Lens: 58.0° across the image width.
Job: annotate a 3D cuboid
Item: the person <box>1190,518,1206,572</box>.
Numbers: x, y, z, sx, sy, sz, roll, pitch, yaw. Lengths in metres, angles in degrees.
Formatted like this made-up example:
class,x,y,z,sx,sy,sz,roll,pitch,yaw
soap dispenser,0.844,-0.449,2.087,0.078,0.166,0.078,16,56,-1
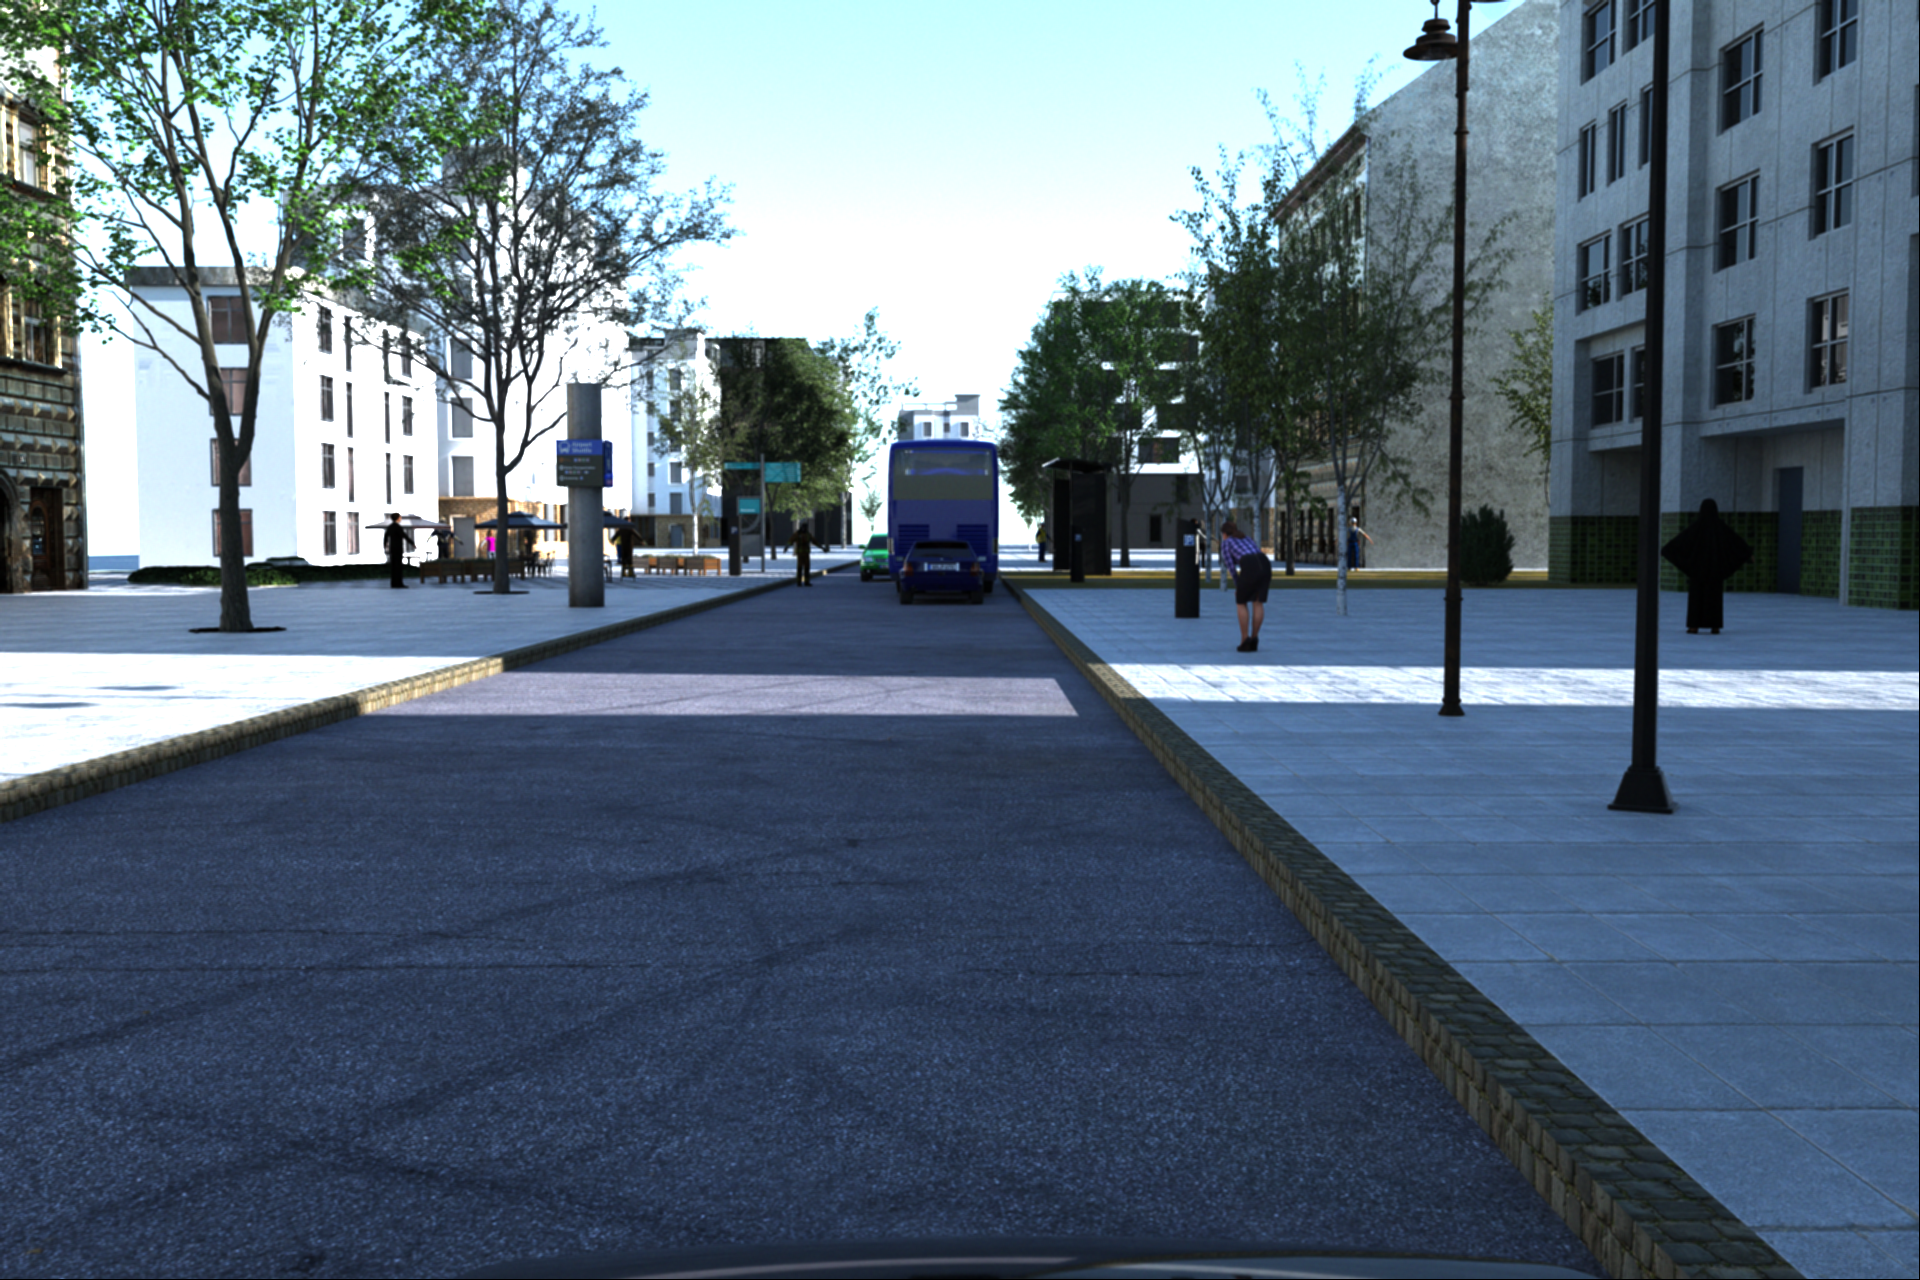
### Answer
class,x,y,z,sx,sy,sz,roll,pitch,yaw
person,7.846,-3.172,58.046,0.705,1.806,1.347,-3,5,-41

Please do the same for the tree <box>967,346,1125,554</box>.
class,x,y,z,sx,sy,sz,roll,pitch,yaw
tree,5.646,-12.178,109.480,12.009,13.543,11.850,0,3,0

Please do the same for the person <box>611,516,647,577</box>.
class,x,y,z,sx,sy,sz,roll,pitch,yaw
person,-9.959,-2.800,51.917,1.346,1.812,0.704,2,4,29

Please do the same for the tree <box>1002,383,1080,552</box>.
class,x,y,z,sx,sy,sz,roll,pitch,yaw
tree,6.503,-12.709,125.915,7.486,12.596,7.792,0,3,0

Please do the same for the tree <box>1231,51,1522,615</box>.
class,x,y,z,sx,sy,sz,roll,pitch,yaw
tree,5.942,-4.711,27.395,4.360,8.622,3.978,0,3,0

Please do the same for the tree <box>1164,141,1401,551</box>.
class,x,y,z,sx,sy,sz,roll,pitch,yaw
tree,5.860,-5.044,32.828,4.737,8.622,4.395,0,3,0

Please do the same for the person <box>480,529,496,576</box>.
class,x,y,z,sx,sy,sz,roll,pitch,yaw
person,-14.308,-2.674,52.990,0.599,1.433,0.991,2,4,34

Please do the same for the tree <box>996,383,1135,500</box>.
class,x,y,z,sx,sy,sz,roll,pitch,yaw
tree,5.653,-10.091,99.404,8.767,10.594,7.601,0,4,-4

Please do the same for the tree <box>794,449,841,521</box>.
class,x,y,z,sx,sy,sz,roll,pitch,yaw
tree,-9.731,-9.793,110.479,4.737,8.622,4.395,0,3,0

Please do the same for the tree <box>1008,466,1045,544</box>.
class,x,y,z,sx,sy,sz,roll,pitch,yaw
tree,10.473,-18.808,233.272,9.928,11.665,9.643,0,3,0

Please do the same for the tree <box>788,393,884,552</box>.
class,x,y,z,sx,sy,sz,roll,pitch,yaw
tree,-9.389,-12.083,123.307,9.928,11.665,9.643,0,3,0

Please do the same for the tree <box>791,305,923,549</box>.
class,x,y,z,sx,sy,sz,roll,pitch,yaw
tree,-9.344,-17.665,144.717,12.611,20.169,13.585,0,3,0

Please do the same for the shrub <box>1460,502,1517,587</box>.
class,x,y,z,sx,sy,sz,roll,pitch,yaw
shrub,12.839,-2.356,42.558,1.661,2.075,1.752,0,3,0

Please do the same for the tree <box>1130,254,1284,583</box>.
class,x,y,z,sx,sy,sz,roll,pitch,yaw
tree,6.626,-5.832,45.716,4.360,8.622,3.978,0,3,0

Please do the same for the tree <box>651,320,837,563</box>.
class,x,y,z,sx,sy,sz,roll,pitch,yaw
tree,-9.543,-8.675,76.250,8.767,10.594,7.601,0,4,-1

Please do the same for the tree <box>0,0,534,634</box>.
class,x,y,z,sx,sy,sz,roll,pitch,yaw
tree,-9.514,-5.922,22.579,9.928,11.665,9.643,0,3,0

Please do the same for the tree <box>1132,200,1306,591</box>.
class,x,y,z,sx,sy,sz,roll,pitch,yaw
tree,5.909,-5.386,38.425,4.360,8.622,3.978,0,3,0

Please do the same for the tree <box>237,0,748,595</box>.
class,x,y,z,sx,sy,sz,roll,pitch,yaw
tree,-9.736,-7.742,36.956,12.009,13.543,11.850,0,3,0

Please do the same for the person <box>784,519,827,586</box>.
class,x,y,z,sx,sy,sz,roll,pitch,yaw
person,-4.282,-2.401,47.478,1.354,1.858,0.705,-3,4,-36

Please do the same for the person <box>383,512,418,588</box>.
class,x,y,z,sx,sy,sz,roll,pitch,yaw
person,-13.346,-2.137,41.122,1.347,1.806,0.705,3,4,39

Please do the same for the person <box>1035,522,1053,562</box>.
class,x,y,z,sx,sy,sz,roll,pitch,yaw
person,3.771,-4.467,79.012,0.705,1.833,1.349,3,4,36

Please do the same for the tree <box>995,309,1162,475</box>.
class,x,y,z,sx,sy,sz,roll,pitch,yaw
tree,5.592,-9.292,77.685,9.928,11.665,9.643,0,3,0

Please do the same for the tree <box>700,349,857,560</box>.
class,x,y,z,sx,sy,sz,roll,pitch,yaw
tree,-9.284,-9.307,86.580,8.767,10.594,7.601,0,4,0

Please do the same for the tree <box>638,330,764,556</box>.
class,x,y,z,sx,sy,sz,roll,pitch,yaw
tree,-9.698,-6.810,61.706,4.360,8.622,3.978,0,3,0

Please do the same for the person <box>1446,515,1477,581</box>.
class,x,y,z,sx,sy,sz,roll,pitch,yaw
person,13.984,-2.518,47.304,1.347,1.817,0.704,0,4,7

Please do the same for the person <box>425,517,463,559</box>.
class,x,y,z,sx,sy,sz,roll,pitch,yaw
person,-17.547,-3.243,58.799,1.354,1.856,0.705,-3,5,-42

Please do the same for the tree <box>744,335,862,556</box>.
class,x,y,z,sx,sy,sz,roll,pitch,yaw
tree,-9.229,-11.090,99.454,7.486,12.596,7.792,0,3,0

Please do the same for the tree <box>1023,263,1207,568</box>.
class,x,y,z,sx,sy,sz,roll,pitch,yaw
tree,6.297,-8.604,66.428,9.928,11.665,9.643,0,3,0

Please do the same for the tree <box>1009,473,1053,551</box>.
class,x,y,z,sx,sy,sz,roll,pitch,yaw
tree,5.656,-11.297,135.071,4.737,8.622,4.395,0,3,0

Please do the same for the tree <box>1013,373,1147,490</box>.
class,x,y,z,sx,sy,sz,roll,pitch,yaw
tree,5.889,-9.463,89.130,7.601,10.594,8.767,-3,5,-41

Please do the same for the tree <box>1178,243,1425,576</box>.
class,x,y,z,sx,sy,sz,roll,pitch,yaw
tree,10.416,-7.287,53.557,8.767,10.594,7.601,2,4,31

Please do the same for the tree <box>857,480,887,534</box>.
class,x,y,z,sx,sy,sz,roll,pitch,yaw
tree,-11.999,-17.399,234.832,4.737,8.622,4.395,0,3,0

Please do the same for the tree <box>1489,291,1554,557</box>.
class,x,y,z,sx,sy,sz,roll,pitch,yaw
tree,18.510,-6.294,53.266,4.737,8.622,4.395,0,3,0
